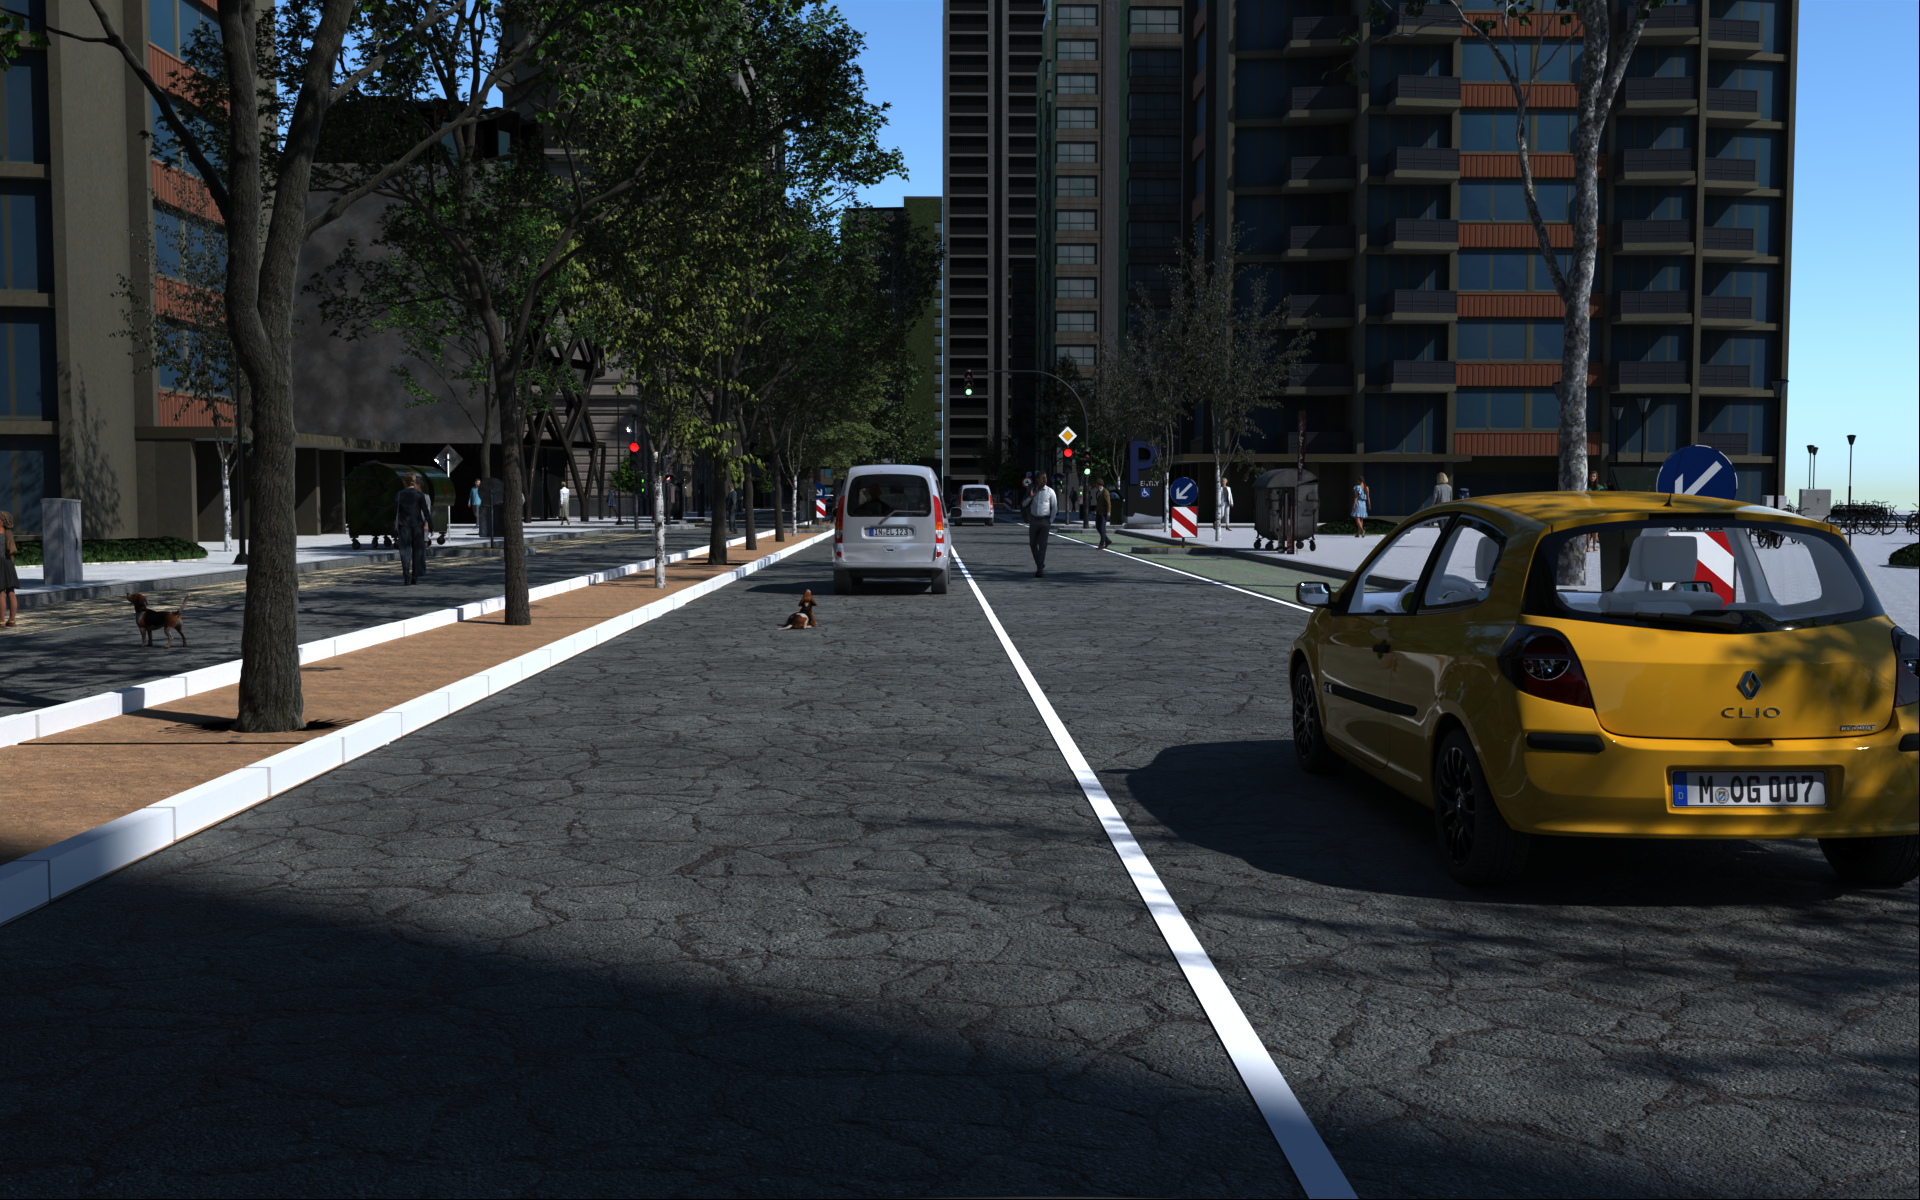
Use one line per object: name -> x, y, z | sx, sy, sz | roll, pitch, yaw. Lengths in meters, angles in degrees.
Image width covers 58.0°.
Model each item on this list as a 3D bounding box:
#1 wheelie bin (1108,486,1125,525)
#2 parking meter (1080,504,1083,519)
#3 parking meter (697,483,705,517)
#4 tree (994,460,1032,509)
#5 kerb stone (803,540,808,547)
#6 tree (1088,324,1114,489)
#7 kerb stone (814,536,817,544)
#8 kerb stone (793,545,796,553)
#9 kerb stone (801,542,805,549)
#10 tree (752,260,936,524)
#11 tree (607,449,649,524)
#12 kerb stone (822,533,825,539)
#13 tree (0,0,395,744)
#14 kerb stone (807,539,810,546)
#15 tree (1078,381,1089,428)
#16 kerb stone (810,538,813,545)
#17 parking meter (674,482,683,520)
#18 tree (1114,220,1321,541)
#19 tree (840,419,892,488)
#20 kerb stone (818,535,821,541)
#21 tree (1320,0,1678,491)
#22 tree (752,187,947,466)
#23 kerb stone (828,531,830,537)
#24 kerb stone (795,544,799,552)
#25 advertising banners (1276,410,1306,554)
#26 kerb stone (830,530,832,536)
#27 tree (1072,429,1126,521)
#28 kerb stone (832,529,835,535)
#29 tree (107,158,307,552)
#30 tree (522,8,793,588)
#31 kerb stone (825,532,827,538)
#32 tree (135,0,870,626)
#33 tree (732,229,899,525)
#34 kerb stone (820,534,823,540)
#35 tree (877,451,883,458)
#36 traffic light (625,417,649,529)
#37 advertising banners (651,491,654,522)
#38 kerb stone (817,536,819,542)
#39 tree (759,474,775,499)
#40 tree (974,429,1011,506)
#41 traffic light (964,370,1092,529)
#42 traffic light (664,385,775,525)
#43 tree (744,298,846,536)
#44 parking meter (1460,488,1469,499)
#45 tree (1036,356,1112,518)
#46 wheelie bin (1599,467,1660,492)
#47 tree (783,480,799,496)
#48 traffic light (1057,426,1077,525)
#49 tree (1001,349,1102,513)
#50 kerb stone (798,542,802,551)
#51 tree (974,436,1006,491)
wheelie bin -> 6.469, -3.900, 71.677 | 0.693, 1.594, 0.980 | 1, 4, 9
parking meter -> 6.229, -4.838, 87.507 | 0.372, 1.533, 0.369 | 0, 3, 0
parking meter -> -14.305, -5.500, 95.636 | 0.255, 1.863, 0.399 | -3, 4, -36
tree -> 4.606, -10.418, 154.055 | 4.285, 4.588, 4.351 | 0, 3, 0
kerb stone -> -4.157, -1.426, 45.511 | 0.120, 0.150, 1.000 | 0, 4, -1
tree -> 6.703, -6.587, 58.060 | 4.360, 8.622, 3.978 | 0, 3, 0
kerb stone -> -4.260, -1.676, 49.602 | 0.120, 0.150, 1.000 | 0, 4, -1
kerb stone -> -4.073, -1.176, 41.416 | 0.120, 0.150, 1.000 | 0, 4, -1
kerb stone -> -4.148, -1.362, 44.489 | 0.120, 0.150, 1.000 | 0, 4, -1
tree -> -5.956, -10.035, 83.535 | 9.611, 12.733, 9.660 | 0, 3, 0
tree -> -14.458, -4.910, 74.882 | 1.663, 3.219, 1.824 | 0, 3, 0
kerb stone -> -4.348, -1.926, 53.692 | 0.120, 0.150, 1.000 | 0, 4, -1
tree -> -4.068, -5.004, 10.027 | 9.928, 11.665, 9.643 | 0, 3, 0
kerb stone -> -4.191, -1.489, 46.537 | 0.120, 0.150, 1.000 | 0, 4, -1
tree -> 6.971, -7.696, 76.188 | 4.360, 8.622, 3.978 | 0, 3, 0
kerb stone -> -4.207, -1.550, 47.559 | 0.120, 0.150, 1.000 | 0, 4, -1
parking meter -> -14.189, -4.980, 87.138 | 0.399, 1.863, 0.255 | 2, 4, 24
tree -> 7.195, -5.892, 46.697 | 4.360, 8.622, 3.978 | 0, 3, 0
tree -> -7.123, -10.823, 129.780 | 4.737, 8.622, 4.395 | 0, 3, 0
kerb stone -> -4.304, -1.801, 51.645 | 0.120, 0.150, 1.000 | 0, 4, -1
tree -> 9.877, -10.315, 24.536 | 12.611, 20.169, 13.585 | 0, 3, 0
tree -> -7.579, -15.148, 106.010 | 12.611, 20.169, 13.585 | 0, 3, 0
kerb stone -> -4.432, -2.114, 56.771 | 0.120, 0.150, 1.000 | 0, 4, -1
kerb stone -> -4.096, -1.238, 42.438 | 0.120, 0.150, 1.000 | 0, 4, -1
advertising banners -> 7.078, -2.498, 37.026 | 0.090, 3.025, 2.074 | 0, 4, -4
kerb stone -> -4.452, -2.177, 57.793 | 0.120, 0.150, 1.000 | 0, 4, -1
tree -> 6.869, -6.060, 82.788 | 4.285, 4.588, 4.351 | 0, 3, 0
kerb stone -> -4.507, -2.291, 59.844 | 0.120, 0.150, 1.000 | 0, 4, -1
tree -> -16.320, -5.370, 38.155 | 4.360, 8.622, 3.978 | 0, 3, 0
tree -> -4.507, -4.463, 25.783 | 4.737, 8.622, 4.395 | 0, 3, 0
kerb stone -> -4.379, -1.989, 54.723 | 0.120, 0.150, 1.000 | 0, 4, -1
tree -> -4.805, -5.017, 18.905 | 8.767, 10.594, 7.601 | 0, 4, -1
tree -> -6.202, -9.363, 73.669 | 7.486, 12.596, 7.792 | 0, 3, 0
kerb stone -> -4.333, -1.859, 52.670 | 0.120, 0.150, 1.000 | 0, 4, -1
tree -> -7.484, -11.107, 134.413 | 4.360, 8.622, 3.978 | 0, 3, 0
traffic light -> -11.840, -4.553, 63.359 | 0.839, 4.253, 0.868 | 0, 4, -1
advertising banners -> -13.988, -5.054, 78.815 | 0.090, 3.025, 2.074 | -1, 4, -13
kerb stone -> -4.286, -1.739, 50.624 | 0.120, 0.150, 1.000 | 0, 4, -1
tree -> -16.367, -9.193, 144.903 | 1.663, 3.219, 1.824 | 0, 3, 0
tree -> 4.220, -14.702, 190.744 | 4.360, 8.622, 3.978 | 0, 3, 0
traffic light -> 2.527, -5.437, 63.566 | 4.771, 5.953, 1.251 | 0, 4, -1
traffic light -> -9.936, -5.918, 71.425 | 4.771, 5.953, 1.251 | 0, 4, -1
tree -> -5.621, -6.463, 58.487 | 4.360, 8.622, 3.978 | 0, 3, 0
parking meter -> 21.059, -3.909, 72.324 | 0.372, 1.533, 0.369 | 0, 3, 0
tree -> 6.270, -8.635, 91.551 | 4.737, 8.622, 4.395 | 0, 3, 0
wheelie bin -> 7.788, -0.746, 20.102 | 0.980, 1.594, 0.693 | 0, 4, -8
tree -> -17.545, -11.388, 180.789 | 1.663, 3.219, 1.824 | 0, 3, 0
traffic light -> 4.431, -5.065, 71.739 | 0.839, 4.253, 0.868 | 0, 4, -1
tree -> 6.098, -10.827, 111.430 | 7.601, 10.594, 8.767 | 0, 4, 7
kerb stone -> -4.122, -1.292, 43.465 | 0.120, 0.150, 1.000 | 0, 4, -1
tree -> 3.497, -15.786, 208.465 | 4.737, 8.622, 4.395 | 0, 3, 0
